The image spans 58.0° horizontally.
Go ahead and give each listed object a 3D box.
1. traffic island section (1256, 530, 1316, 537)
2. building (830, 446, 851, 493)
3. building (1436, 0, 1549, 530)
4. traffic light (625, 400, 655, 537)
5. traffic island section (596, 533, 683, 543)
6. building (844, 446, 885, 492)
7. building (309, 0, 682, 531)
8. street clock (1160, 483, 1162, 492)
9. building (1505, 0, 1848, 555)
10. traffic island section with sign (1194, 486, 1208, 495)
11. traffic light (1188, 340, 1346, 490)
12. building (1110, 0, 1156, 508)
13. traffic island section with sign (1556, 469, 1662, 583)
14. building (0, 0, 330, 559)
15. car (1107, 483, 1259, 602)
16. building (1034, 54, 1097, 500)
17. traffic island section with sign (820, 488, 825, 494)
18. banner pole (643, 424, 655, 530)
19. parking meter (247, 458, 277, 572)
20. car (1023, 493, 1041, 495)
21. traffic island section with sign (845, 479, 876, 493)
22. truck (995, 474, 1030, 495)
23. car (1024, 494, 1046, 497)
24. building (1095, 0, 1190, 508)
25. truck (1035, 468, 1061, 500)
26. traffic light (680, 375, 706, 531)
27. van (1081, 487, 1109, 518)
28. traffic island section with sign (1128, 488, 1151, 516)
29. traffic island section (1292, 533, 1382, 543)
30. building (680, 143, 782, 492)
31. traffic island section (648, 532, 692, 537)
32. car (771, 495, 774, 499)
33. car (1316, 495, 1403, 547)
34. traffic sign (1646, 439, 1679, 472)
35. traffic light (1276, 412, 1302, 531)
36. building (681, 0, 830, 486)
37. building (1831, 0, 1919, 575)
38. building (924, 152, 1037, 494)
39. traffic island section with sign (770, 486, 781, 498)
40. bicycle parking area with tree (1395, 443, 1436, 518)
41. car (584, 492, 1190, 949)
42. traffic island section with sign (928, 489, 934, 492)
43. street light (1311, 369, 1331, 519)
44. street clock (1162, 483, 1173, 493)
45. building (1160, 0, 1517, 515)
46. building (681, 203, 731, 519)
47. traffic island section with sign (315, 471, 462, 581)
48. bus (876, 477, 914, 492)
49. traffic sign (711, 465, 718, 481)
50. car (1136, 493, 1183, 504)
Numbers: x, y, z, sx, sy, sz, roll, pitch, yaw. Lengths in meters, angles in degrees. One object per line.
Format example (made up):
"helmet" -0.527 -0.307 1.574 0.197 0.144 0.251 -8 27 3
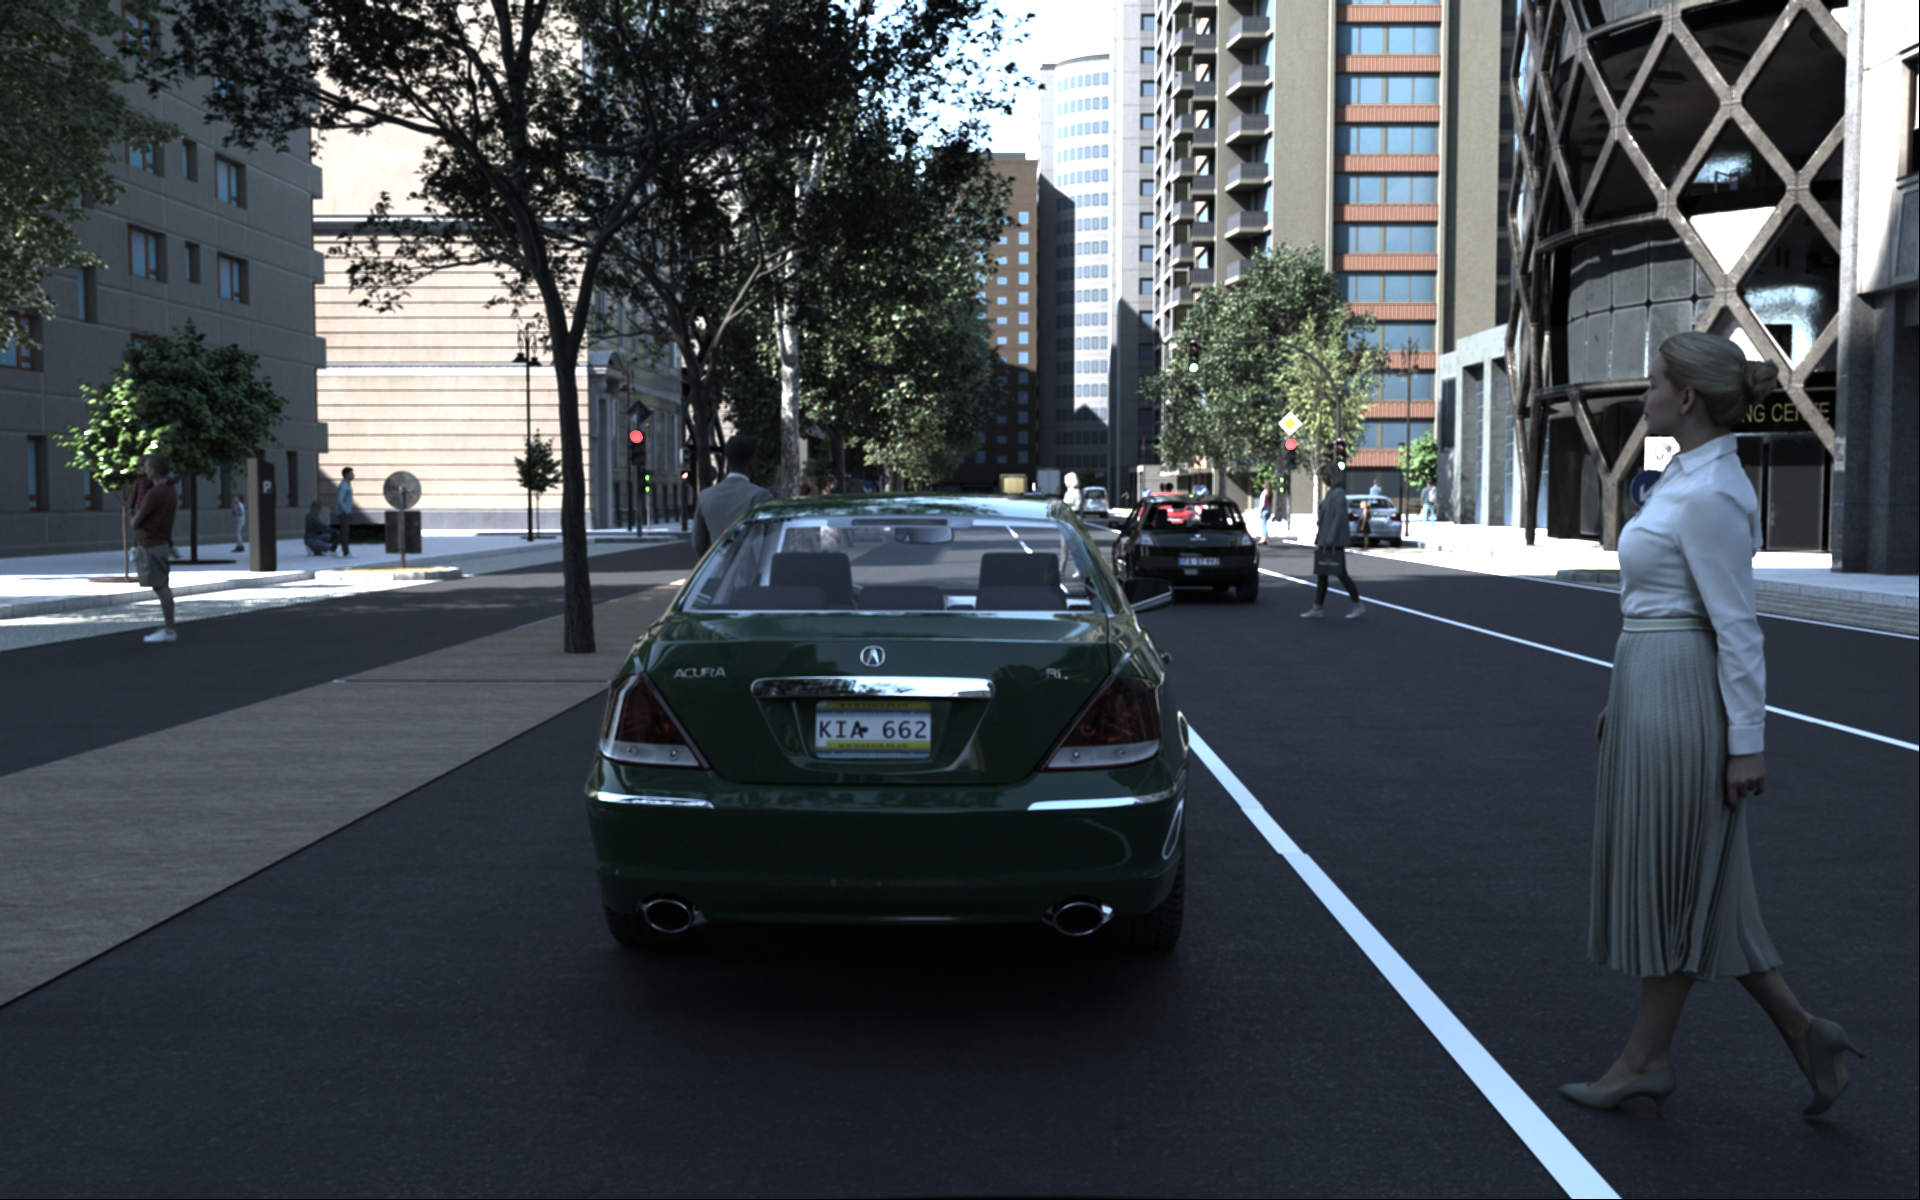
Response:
"traffic island section" 11.322 -2.280 59.561 2.009 0.180 2.903 0 4 1
"building" -23.363 -33.736 171.184 23.786 49.044 30.456 0 4 1
"building" 36.149 -46.194 67.936 31.000 86.520 22.319 0 4 1
"traffic light" -9.566 -3.838 51.673 0.839 4.253 0.868 0 4 1
"traffic island section" -9.606 -1.806 51.809 2.009 0.180 2.903 0 4 1
"building" -20.454 -35.203 230.198 28.867 44.769 22.147 0 4 1
"building" -19.061 -17.361 69.753 13.634 28.700 20.117 0 4 1
"street clock" 13.488 -6.776 115.364 0.358 2.002 0.471 -1 4 -8
"building" 22.271 -10.663 41.791 16.820 18.784 16.811 0 4 1
"traffic island section with sign" 11.608 -4.658 84.787 1.989 1.847 2.006 0 4 1
"traffic light" 9.102 -4.690 51.344 4.771 5.953 1.251 0 4 1
"building" 25.510 -38.635 173.685 21.231 58.520 28.212 0 4 1
"traffic island section with sign" 10.989 -1.220 28.570 1.989 1.847 2.006 0 4 1
"building" -33.477 -11.779 37.622 28.899 21.520 27.650 0 4 1
"car" 3.114 -0.894 24.405 2.009 1.686 4.222 0 4 1
"building" 24.291 -42.010 228.858 28.212 58.520 21.231 0 4 1
"traffic island section with sign" -8.628 -6.282 111.345 1.989 1.847 2.006 0 4 1
"banner pole" -11.150 -4.410 62.126 0.401 3.779 0.863 0 4 -3
"parking meter" -11.478 -1.394 28.497 0.255 1.863 0.399 1 4 22
"car" 4.319 -5.723 103.166 1.945 1.707 3.694 0 4 1
"traffic island section with sign" -3.171 -3.134 59.380 2.006 1.907 1.989 0 4 1
"truck" 5.125 -10.506 167.689 3.469 3.379 9.791 0 4 1
"car" 3.717 -4.788 88.063 2.009 1.686 4.222 0 4 1
"building" 26.463 -46.447 197.655 20.563 71.187 20.611 0 4 1
"truck" 9.619 -12.196 188.309 2.839 4.237 11.283 0 4 3
"traffic light" -7.385 -5.199 59.670 4.771 5.953 1.251 0 4 1
"van" 7.934 -5.918 103.771 2.013 2.044 4.112 0 4 0
"traffic island section with sign" 11.911 -6.347 112.397 1.989 1.847 2.006 0 4 1
"traffic island section" 11.234 -1.792 51.576 2.009 0.180 2.903 0 4 1
"building" -18.670 -19.468 115.565 12.463 27.353 25.104 0 4 1
"traffic island section" -9.518 -2.294 59.793 2.009 0.180 2.903 0 4 1
"car" -9.174 -4.174 77.844 1.945 1.707 3.694 0 4 2
"car" 10.978 -2.183 47.699 2.014 1.417 4.499 0 4 2
"traffic sign" 12.746 -1.796 31.500 0.606 2.300 0.079 0 4 2
"traffic light" 11.282 -4.314 59.447 0.839 4.253 0.868 0 4 1
"building" -22.522 -31.897 145.209 21.300 48.544 21.600 0 4 1
"building" 20.178 -12.211 17.671 12.078 24.808 19.932 0 4 1
"building" 2.684 -35.215 225.879 14.200 45.320 14.600 0 4 1
"traffic island section with sign" -8.919 -4.634 84.392 1.989 1.847 2.006 0 4 1
"bicycle parking area with tree" 26.308 -6.624 95.298 9.016 4.147 8.231 -1 4 -17
"car" -0.159 0.299 6.904 2.131 1.459 4.920 0 4 2
"traffic island section with sign" -2.357 -7.730 134.514 2.006 1.907 1.989 0 4 1
"street light" 13.367 -5.600 64.344 0.468 5.910 1.993 0 4 1
"street clock" 13.607 -6.603 112.534 0.471 2.002 0.358 3 4 37
"building" 26.192 -28.432 119.485 22.147 44.769 28.867 0 4 1
"building" -20.495 -13.571 89.343 16.820 18.784 16.811 0 4 1
"traffic island section with sign" -9.528 -1.256 29.170 1.989 1.847 2.006 0 4 1
"bus" -5.053 -9.219 145.593 2.948 3.499 13.247 0 4 2
"traffic sign" -11.008 -4.640 75.971 0.768 2.556 0.104 1 4 10
"car" 7.756 -3.441 65.303 2.155 1.783 4.494 0 4 0
